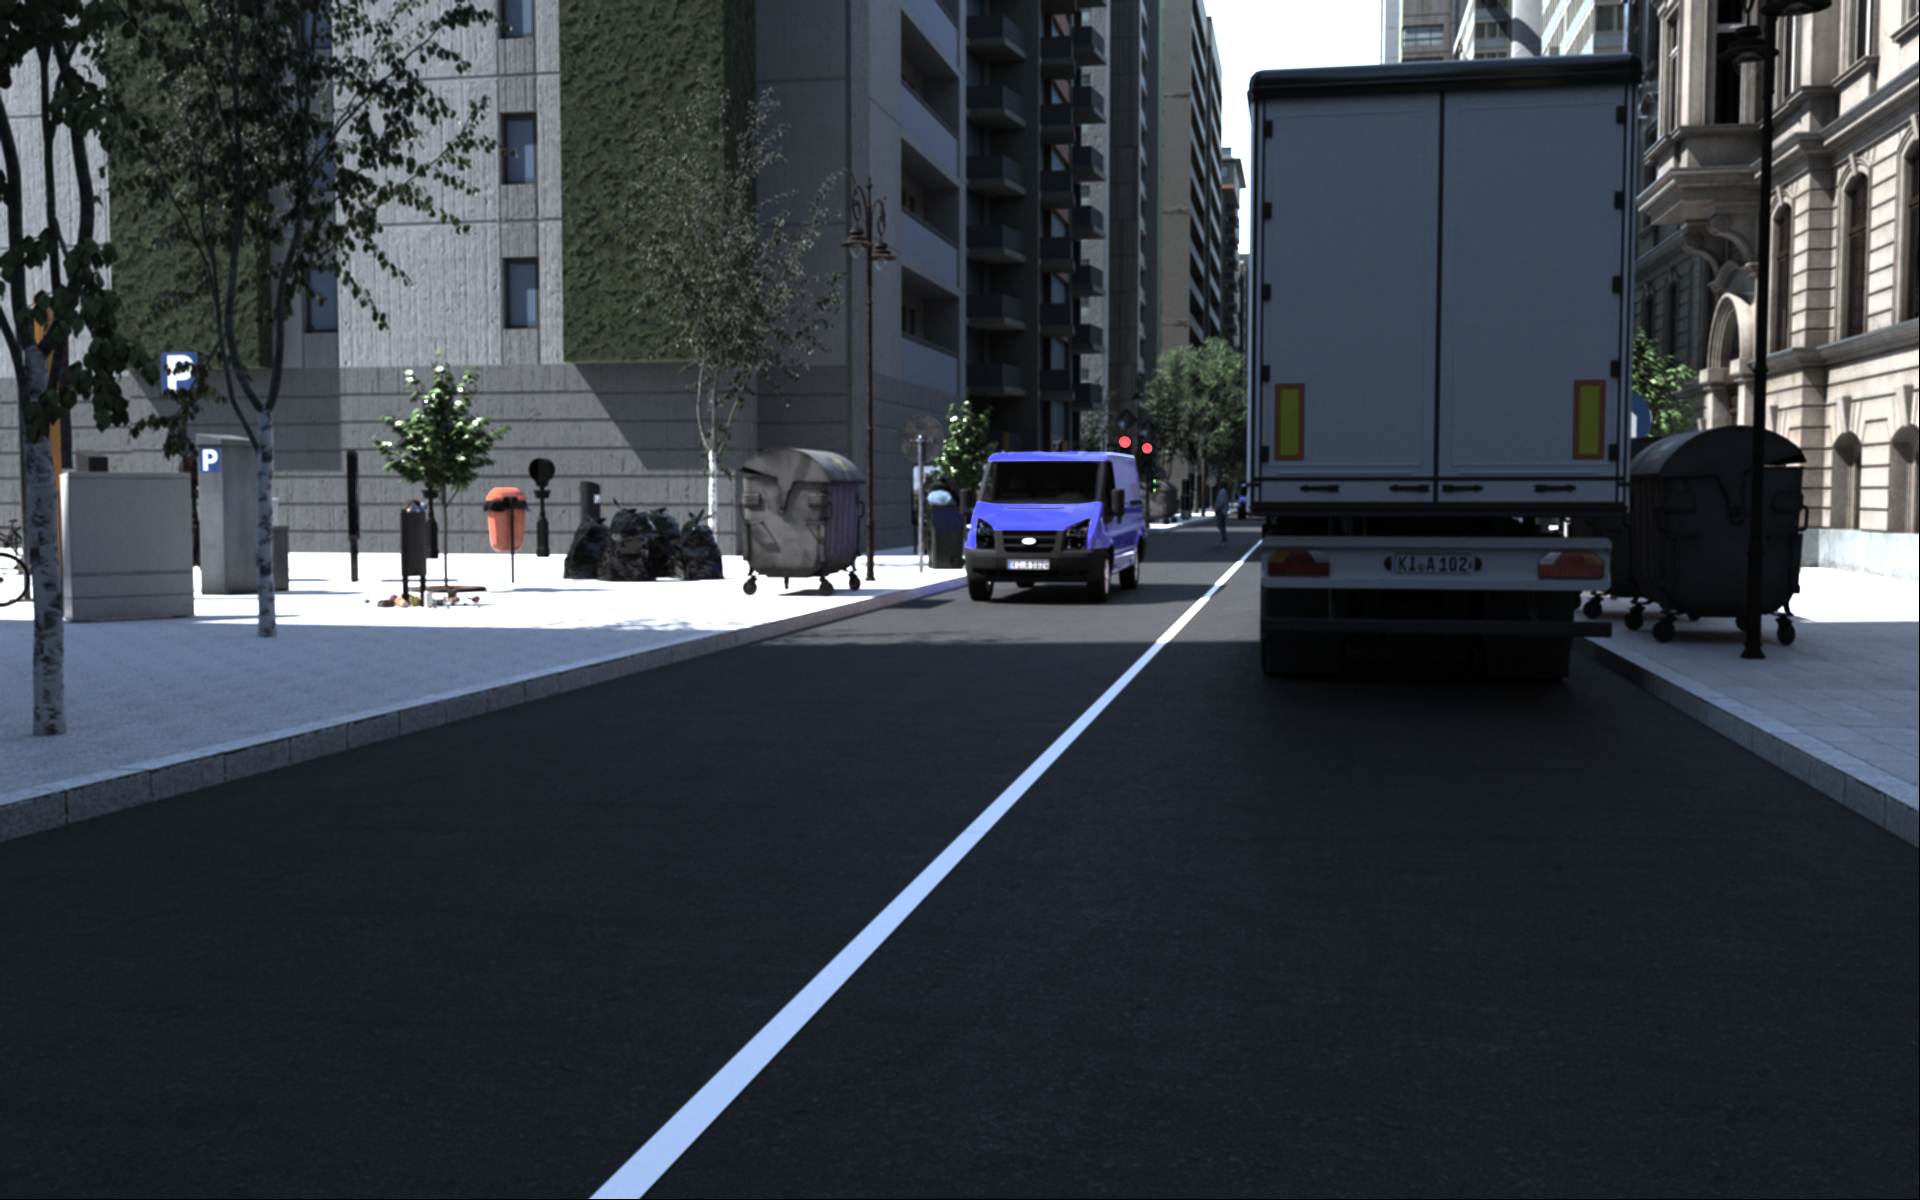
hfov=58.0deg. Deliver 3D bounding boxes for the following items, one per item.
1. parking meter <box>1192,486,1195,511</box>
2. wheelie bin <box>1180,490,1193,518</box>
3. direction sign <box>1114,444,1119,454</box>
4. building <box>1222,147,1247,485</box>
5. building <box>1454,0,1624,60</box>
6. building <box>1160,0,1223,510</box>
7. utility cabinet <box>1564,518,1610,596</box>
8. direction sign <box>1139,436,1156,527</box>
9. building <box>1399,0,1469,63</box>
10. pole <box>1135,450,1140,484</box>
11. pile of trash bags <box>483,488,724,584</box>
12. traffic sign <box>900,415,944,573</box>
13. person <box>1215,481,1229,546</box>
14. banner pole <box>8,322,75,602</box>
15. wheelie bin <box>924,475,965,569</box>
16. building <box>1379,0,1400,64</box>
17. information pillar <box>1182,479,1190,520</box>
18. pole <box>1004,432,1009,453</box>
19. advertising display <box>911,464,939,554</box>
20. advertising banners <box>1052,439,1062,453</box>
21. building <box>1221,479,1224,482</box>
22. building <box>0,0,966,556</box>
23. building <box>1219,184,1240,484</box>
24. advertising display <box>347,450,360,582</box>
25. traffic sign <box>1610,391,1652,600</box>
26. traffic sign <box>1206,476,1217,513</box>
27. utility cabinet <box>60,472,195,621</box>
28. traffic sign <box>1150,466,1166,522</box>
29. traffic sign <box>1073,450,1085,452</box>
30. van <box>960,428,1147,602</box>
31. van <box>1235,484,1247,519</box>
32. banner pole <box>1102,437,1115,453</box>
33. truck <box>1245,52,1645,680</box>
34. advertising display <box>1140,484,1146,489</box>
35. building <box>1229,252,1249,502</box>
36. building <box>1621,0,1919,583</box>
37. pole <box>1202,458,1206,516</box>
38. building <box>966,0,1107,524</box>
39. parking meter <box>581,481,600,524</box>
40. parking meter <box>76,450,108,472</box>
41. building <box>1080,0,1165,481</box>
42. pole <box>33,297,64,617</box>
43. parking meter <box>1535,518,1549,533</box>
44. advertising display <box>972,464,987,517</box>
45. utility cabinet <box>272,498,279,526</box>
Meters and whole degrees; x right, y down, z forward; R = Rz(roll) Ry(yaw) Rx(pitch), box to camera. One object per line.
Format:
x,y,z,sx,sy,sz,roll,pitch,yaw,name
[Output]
17.699,-7.649,130.780,0.255,1.863,0.399,1,4,12,parking meter
12.130,-5.191,92.781,0.693,1.594,0.980,0,4,2,wheelie bin
6.949,-5.315,78.905,0.379,3.537,0.876,3,5,42,direction sign
29.255,-41.515,268.006,28.713,52.752,27.495,1,4,11,building
47.864,-26.221,120.586,32.217,40.220,23.993,1,4,11,building
14.674,-33.545,172.157,21.300,48.544,21.600,1,4,11,building
8.173,-0.655,21.874,1.020,1.237,0.306,1,4,15,utility cabinet
7.269,-4.604,67.270,0.876,3.537,0.379,-3,4,-39,direction sign
42.801,-28.021,141.737,14.154,41.232,14.086,1,4,11,building
8.222,-5.286,80.275,0.158,3.312,0.155,0,3,0,pole
-5.358,-0.982,25.815,3.447,1.369,1.912,-2,4,-32,pile of trash bags
-0.629,-1.706,28.002,0.768,2.556,0.104,1,4,19,traffic sign
7.261,-2.388,47.805,0.793,1.790,0.793,-1,4,-11,person
-11.035,-1.882,20.793,0.401,3.779,0.863,2,4,30,banner pole
-0.260,-1.330,29.661,0.693,1.594,0.980,-1,4,-10,wheelie bin
56.650,-39.678,190.740,21.231,58.520,28.212,1,4,11,building
11.340,-5.042,86.921,0.304,2.012,0.304,-1,4,-22,information pillar
1.538,-3.857,56.898,0.158,3.312,0.155,0,3,0,pole
-0.592,-1.946,37.029,0.974,1.923,0.123,2,4,29,advertising display
2.654,-3.637,55.645,0.090,3.025,2.074,-2,4,-34,advertising banners
13.624,-30.849,196.268,32.217,40.220,23.993,1,4,11,building
-14.435,-30.834,46.143,28.212,58.520,21.231,1,4,11,building
27.101,-35.802,239.993,22.147,44.769,28.867,1,4,11,building
-8.946,-1.244,25.552,0.123,1.923,0.974,-1,4,-17,advertising display
7.960,-1.279,21.011,0.768,2.556,0.104,1,4,12,traffic sign
17.339,-7.308,119.598,0.768,2.556,0.104,1,4,16,traffic sign
-8.496,-0.551,17.686,1.173,1.500,0.318,-3,5,-43,utility cabinet
9.025,-4.836,79.182,0.768,2.556,0.104,1,4,20,traffic sign
3.437,-3.055,50.055,0.768,2.556,0.104,1,4,14,traffic sign
1.441,-1.253,24.869,2.240,2.365,5.245,1,4,12,van
17.123,-5.855,100.107,2.240,2.365,5.245,1,4,13,van
6.486,-5.266,76.123,0.401,3.779,0.863,-3,5,-43,banner pole
4.172,-1.702,16.749,2.839,4.237,11.283,1,4,11,truck
11.553,-6.200,106.589,0.974,1.923,0.123,1,4,10,advertising display
40.867,-36.918,287.200,14.154,41.232,14.086,1,4,11,building
20.834,-13.068,32.745,14.460,24.649,34.723,1,4,11,building
13.966,-6.446,99.240,0.158,3.312,0.155,0,3,0,pole
-4.586,-26.374,85.840,22.147,44.769,28.867,1,4,11,building
-7.253,-1.566,34.022,0.372,1.533,0.369,0,3,0,parking meter
-11.422,-1.048,22.842,0.399,1.863,0.255,3,4,36,parking meter
7.311,-27.131,127.192,14.154,41.232,14.086,1,4,11,building
-9.460,-1.478,18.005,0.158,3.312,0.155,0,3,0,pole
10.837,-1.468,32.414,0.372,1.533,0.369,0,3,0,parking meter
0.728,-1.816,34.911,0.974,1.923,0.123,-1,4,-18,advertising display
-10.438,-0.891,25.722,0.306,1.237,1.020,-3,5,-41,utility cabinet
